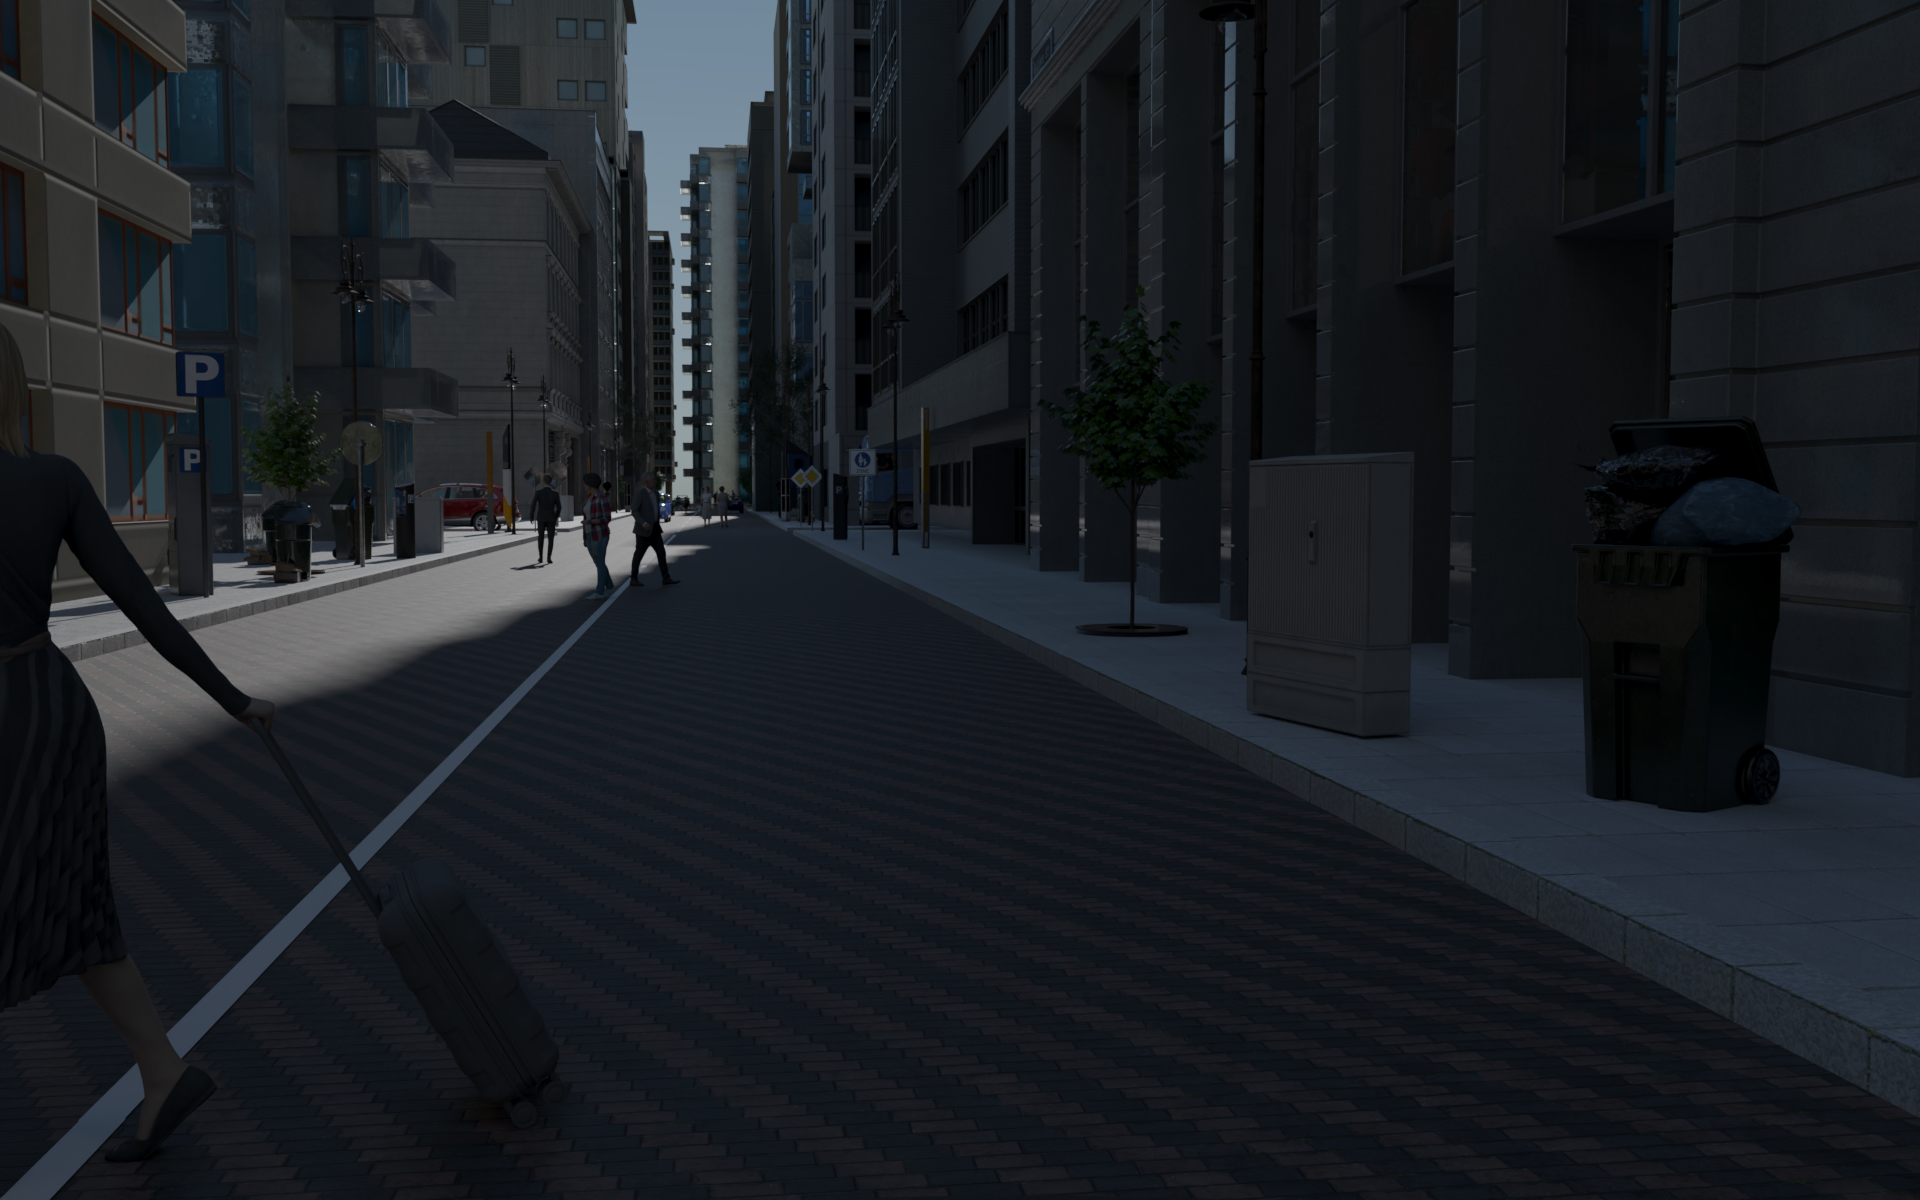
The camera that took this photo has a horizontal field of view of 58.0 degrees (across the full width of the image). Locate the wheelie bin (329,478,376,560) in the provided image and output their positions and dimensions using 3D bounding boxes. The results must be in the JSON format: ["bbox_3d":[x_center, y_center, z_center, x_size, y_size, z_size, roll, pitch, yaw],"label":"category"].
[{"bbox_3d":[-11.943,-1.601,34.078,0.980,1.594,0.693,3,4,38],"label":"wheelie bin"}]

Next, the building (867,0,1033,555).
[{"bbox_3d":[5.913,-13.802,44.735,14.314,24.678,30.058,0,4,-8],"label":"building"}]

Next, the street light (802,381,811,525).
[{"bbox_3d":[-6.192,-6.011,71.072,0.468,5.910,1.993,0,4,-8],"label":"street light"}]

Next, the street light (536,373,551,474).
[{"bbox_3d":[-15.963,-5.734,66.543,0.468,5.910,1.993,0,4,-8],"label":"street light"}]

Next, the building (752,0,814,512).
[{"bbox_3d":[-3.106,-49.364,119.776,22.319,86.520,31.000,0,4,-8],"label":"building"}]

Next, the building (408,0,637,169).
[{"bbox_3d":[-45.916,-35.311,166.578,28.713,52.752,27.495,0,4,-8],"label":"building"}]

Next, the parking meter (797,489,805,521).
[{"bbox_3d":[-7.497,-4.487,81.776,0.372,1.533,0.369,0,3,0],"label":"parking meter"}]

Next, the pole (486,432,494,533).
[{"bbox_3d":[-15.361,-3.839,56.613,0.158,3.312,0.155,0,3,0],"label":"pole"}]

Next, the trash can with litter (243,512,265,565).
[{"bbox_3d":[-12.576,-1.243,31.708,0.624,1.170,1.055,1,4,17],"label":"trash can with litter"}]

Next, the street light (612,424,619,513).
[{"bbox_3d":[-22.818,-8.696,114.965,0.468,5.910,1.993,0,4,-8],"label":"street light"}]

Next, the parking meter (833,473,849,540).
[{"bbox_3d":[-3.343,-2.624,48.617,0.399,1.863,0.255,1,4,15],"label":"parking meter"}]

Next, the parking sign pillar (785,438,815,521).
[{"bbox_3d":[-7.745,-5.815,83.543,1.447,3.967,1.447,-1,4,-15],"label":"parking sign pillar"}]

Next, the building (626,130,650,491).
[{"bbox_3d":[-41.521,-30.882,188.507,14.154,41.232,14.086,0,4,-8],"label":"building"}]

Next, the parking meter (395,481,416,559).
[{"bbox_3d":[-11.060,-1.598,34.543,0.372,1.533,0.369,0,3,0],"label":"parking meter"}]

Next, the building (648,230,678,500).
[{"bbox_3d":[-51.254,-33.394,237.877,23.993,40.220,32.217,0,4,-8],"label":"building"}]

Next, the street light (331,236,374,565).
[{"bbox_3d":[-10.928,-3.578,31.295,0.468,5.910,1.993,0,4,-8],"label":"street light"}]

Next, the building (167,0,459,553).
[{"bbox_3d":[-29.509,-25.958,44.026,30.456,49.044,23.786,0,4,-8],"label":"building"}]

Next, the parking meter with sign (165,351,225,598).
[{"bbox_3d":[-9.798,-1.578,22.055,0.543,3.016,1.738,-2,4,-34],"label":"parking meter with sign"}]

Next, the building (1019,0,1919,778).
[{"bbox_3d":[8.584,-14.513,14.785,11.434,29.767,29.804,0,4,-8],"label":"building"}]

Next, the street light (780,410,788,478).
[{"bbox_3d":[-9.615,-7.471,94.933,0.468,5.910,1.993,0,4,-8],"label":"street light"}]

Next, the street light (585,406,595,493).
[{"bbox_3d":[-19.354,-7.212,90.709,0.468,5.910,1.993,0,4,-8],"label":"street light"}]

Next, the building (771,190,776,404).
[{"bbox_3d":[-11.287,-24.234,167.929,14.160,30.474,14.107,0,4,-8],"label":"building"}]

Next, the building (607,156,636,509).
[{"bbox_3d":[-35.072,-22.940,146.763,14.160,30.474,14.107,0,4,-8],"label":"building"}]

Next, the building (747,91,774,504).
[{"bbox_3d":[-14.284,-35.634,206.322,21.300,48.544,21.600,0,4,-8],"label":"building"}]

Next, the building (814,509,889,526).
[{"bbox_3d":[3.961,-39.166,78.611,20.611,71.187,20.563,0,4,-8],"label":"building"}]

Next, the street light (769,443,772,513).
[{"bbox_3d":[-12.934,-8.900,118.296,0.468,5.910,1.993,0,4,-8],"label":"street light"}]

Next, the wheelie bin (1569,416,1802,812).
[{"bbox_3d":[3.007,0.042,7.220,0.693,1.594,0.980,-3,4,-36],"label":"wheelie bin"}]

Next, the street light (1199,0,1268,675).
[{"bbox_3d":[2.089,-2.406,12.131,0.468,5.910,1.993,0,4,-8],"label":"street light"}]

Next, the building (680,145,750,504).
[{"bbox_3d":[-22.776,-37.828,238.097,30.456,49.044,23.786,0,4,-8],"label":"building"}]

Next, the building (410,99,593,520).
[{"bbox_3d":[-25.027,-14.405,86.434,10.553,20.767,40.483,0,4,-8],"label":"building"}]

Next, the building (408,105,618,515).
[{"bbox_3d":[-29.729,-18.231,116.099,12.078,24.808,19.932,0,4,-8],"label":"building"}]

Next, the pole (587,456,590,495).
[{"bbox_3d":[-20.090,-6.116,93.848,0.158,3.312,0.155,0,3,0],"label":"pole"}]

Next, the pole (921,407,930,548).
[{"bbox_3d":[-0.818,-2.875,40.845,0.158,3.312,0.155,0,3,0],"label":"pole"}]

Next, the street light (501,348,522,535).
[{"bbox_3d":[-14.128,-5.008,54.675,0.468,5.910,1.993,0,4,-8],"label":"street light"}]

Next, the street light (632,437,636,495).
[{"bbox_3d":[-26.098,-10.125,138.333,0.468,5.910,1.993,0,4,-8],"label":"street light"}]

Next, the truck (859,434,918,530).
[{"bbox_3d":[4.876,-4.671,66.131,18.799,4.110,2.967,-1,4,-9],"label":"truck"}]

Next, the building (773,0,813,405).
[{"bbox_3d":[-9.227,-30.788,153.498,14.600,45.320,14.200,0,4,-8],"label":"building"}]

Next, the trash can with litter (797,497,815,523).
[{"bbox_3d":[-6.833,-4.035,77.362,0.624,1.170,1.055,-3,4,-38],"label":"trash can with litter"}]

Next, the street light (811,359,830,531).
[{"bbox_3d":[-4.720,-5.301,59.466,0.468,5.910,1.993,0,4,-8],"label":"street light"}]

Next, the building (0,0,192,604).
[{"bbox_3d":[-23.092,-10.040,9.193,27.650,21.520,28.899,0,4,-8],"label":"building"}]

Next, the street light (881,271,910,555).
[{"bbox_3d":[-1.349,-3.873,36.110,0.468,5.910,1.993,0,4,-8],"label":"street light"}]

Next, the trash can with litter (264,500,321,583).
[{"bbox_3d":[-9.728,-0.853,25.339,0.624,1.170,1.055,-1,4,-14],"label":"trash can with litter"}]
